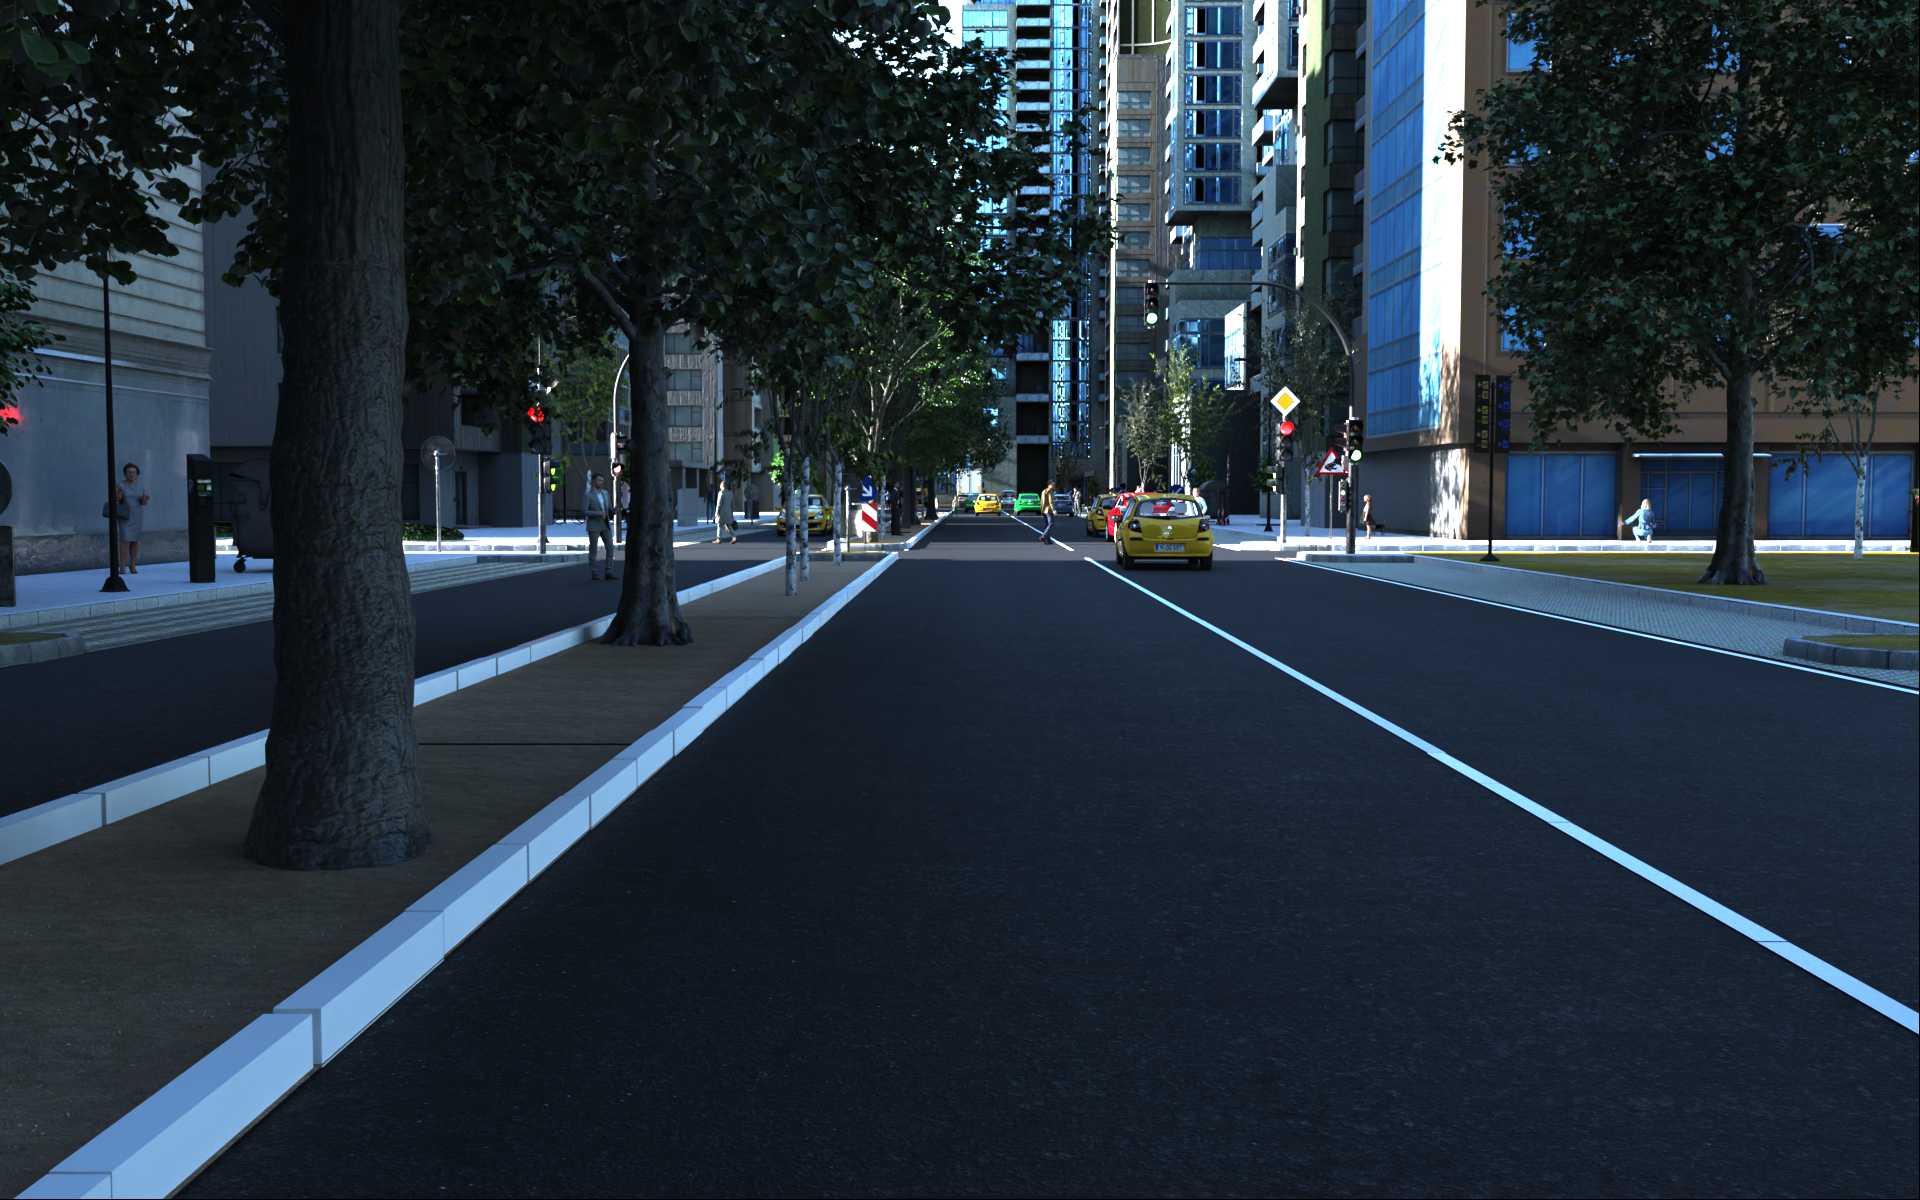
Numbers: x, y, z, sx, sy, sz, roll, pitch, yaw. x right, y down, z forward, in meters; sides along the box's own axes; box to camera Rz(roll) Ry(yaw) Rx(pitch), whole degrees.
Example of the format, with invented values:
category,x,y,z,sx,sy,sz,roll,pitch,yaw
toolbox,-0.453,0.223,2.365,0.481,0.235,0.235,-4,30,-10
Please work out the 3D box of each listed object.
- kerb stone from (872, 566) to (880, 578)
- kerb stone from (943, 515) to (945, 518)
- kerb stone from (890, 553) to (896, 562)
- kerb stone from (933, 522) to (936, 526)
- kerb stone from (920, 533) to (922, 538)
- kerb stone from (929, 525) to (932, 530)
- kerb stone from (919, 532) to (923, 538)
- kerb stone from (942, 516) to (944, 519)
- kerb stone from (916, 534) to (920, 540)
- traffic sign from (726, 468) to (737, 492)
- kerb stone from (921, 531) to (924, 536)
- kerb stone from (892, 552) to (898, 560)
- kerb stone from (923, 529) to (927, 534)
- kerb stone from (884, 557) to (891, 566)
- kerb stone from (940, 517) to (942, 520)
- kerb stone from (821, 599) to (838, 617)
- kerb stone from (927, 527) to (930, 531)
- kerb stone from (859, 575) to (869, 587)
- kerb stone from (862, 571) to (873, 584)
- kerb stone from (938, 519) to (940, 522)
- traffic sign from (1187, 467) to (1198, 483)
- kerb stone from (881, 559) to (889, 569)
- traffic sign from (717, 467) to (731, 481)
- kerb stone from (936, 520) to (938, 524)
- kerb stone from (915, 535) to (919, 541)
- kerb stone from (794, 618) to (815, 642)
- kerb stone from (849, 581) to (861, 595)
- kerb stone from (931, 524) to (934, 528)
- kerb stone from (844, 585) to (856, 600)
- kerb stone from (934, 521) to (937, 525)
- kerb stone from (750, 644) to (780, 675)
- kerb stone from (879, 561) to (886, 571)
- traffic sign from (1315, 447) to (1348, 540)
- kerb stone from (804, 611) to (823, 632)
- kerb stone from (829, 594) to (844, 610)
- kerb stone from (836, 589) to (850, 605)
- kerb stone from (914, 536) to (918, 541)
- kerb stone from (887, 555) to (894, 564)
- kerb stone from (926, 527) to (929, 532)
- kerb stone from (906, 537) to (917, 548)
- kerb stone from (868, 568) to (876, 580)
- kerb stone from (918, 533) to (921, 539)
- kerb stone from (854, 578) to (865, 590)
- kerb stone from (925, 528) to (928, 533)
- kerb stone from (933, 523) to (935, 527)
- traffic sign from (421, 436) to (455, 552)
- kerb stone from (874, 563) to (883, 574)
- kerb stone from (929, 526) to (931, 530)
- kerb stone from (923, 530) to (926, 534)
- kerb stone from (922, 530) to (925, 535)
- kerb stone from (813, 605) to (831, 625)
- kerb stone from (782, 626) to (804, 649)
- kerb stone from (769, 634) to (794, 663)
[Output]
category,x,y,z,sx,sy,sz,roll,pitch,yaw
kerb stone,-1.482,-0.438,29.425,0.120,0.150,1.000,0,4,0
kerb stone,-1.039,-4.487,95.556,0.120,0.150,1.000,0,4,0
kerb stone,-1.444,-0.819,35.584,0.120,0.150,1.000,0,4,0
kerb stone,-1.193,-3.044,71.958,0.120,0.150,1.000,0,4,0
kerb stone,-1.327,-1.917,53.535,0.120,0.150,1.000,0,4,0
kerb stone,-1.234,-2.667,65.812,0.120,0.150,1.000,0,4,0
kerb stone,-1.324,-1.979,54.557,0.120,0.150,1.000,0,4,0
kerb stone,-1.060,-4.293,92.461,0.120,0.150,1.000,0,4,0
kerb stone,-1.343,-1.788,51.491,0.120,0.150,1.000,0,4,0
traffic sign,-11.173,-5.182,84.824,0.768,2.556,0.104,0,4,1
kerb stone,-1.311,-2.042,55.579,0.120,0.150,1.000,0,4,0
kerb stone,-1.440,-0.879,36.615,0.120,0.150,1.000,0,4,0
kerb stone,-1.287,-2.230,58.653,0.120,0.150,1.000,0,4,0
kerb stone,-1.460,-0.694,33.541,0.120,0.150,1.000,0,4,0
kerb stone,-1.096,-3.984,87.340,0.120,0.150,1.000,0,4,0
kerb stone,-1.548,0.123,20.179,0.120,0.150,1.000,0,4,0
kerb stone,-1.262,-2.480,62.743,0.120,0.150,1.000,0,4,0
kerb stone,-1.510,-0.247,26.350,0.120,0.150,1.000,0,4,0
kerb stone,-1.497,-0.317,27.373,0.120,0.150,1.000,0,4,0
kerb stone,-1.135,-3.608,81.193,0.120,0.150,1.000,0,4,0
traffic sign,10.923,-4.919,80.532,0.768,2.556,0.104,1,4,10
kerb stone,-1.469,-0.626,32.510,0.120,0.150,1.000,0,4,0
traffic sign,-10.811,-4.875,79.447,0.795,2.593,0.064,0,4,1
kerb stone,-1.159,-3.357,77.083,0.120,0.150,1.000,0,4,0
kerb stone,-1.345,-1.729,50.467,0.120,0.150,1.000,0,4,0
kerb stone,-1.563,0.316,17.111,0.120,0.150,1.000,0,4,0
kerb stone,-1.520,-0.128,24.290,0.120,0.150,1.000,0,4,0
kerb stone,-1.222,-2.854,68.884,0.120,0.150,1.000,0,4,0
kerb stone,-1.531,-0.059,23.268,0.120,0.150,1.000,0,4,0
kerb stone,-1.176,-3.169,74.002,0.120,0.150,1.000,0,4,0
kerb stone,-1.592,0.499,14.042,0.120,0.150,1.000,0,4,0
kerb stone,-1.477,-0.568,31.478,0.120,0.150,1.000,0,4,0
traffic sign,10.242,-2.923,47.801,0.884,2.594,0.081,0,4,3
kerb stone,-1.564,0.254,18.134,0.120,0.150,1.000,0,4,0
kerb stone,-1.548,0.062,21.204,0.120,0.150,1.000,0,4,0
kerb stone,-1.543,-0.003,22.237,0.120,0.150,1.000,0,4,0
kerb stone,-1.353,-1.667,49.444,0.120,0.150,1.000,0,4,0
kerb stone,-1.453,-0.756,34.563,0.120,0.150,1.000,0,4,0
kerb stone,-1.273,-2.417,61.719,0.120,0.150,1.000,0,4,0
kerb stone,-1.353,-1.600,48.412,0.120,0.150,1.000,0,4,0
kerb stone,-1.499,-0.379,28.395,0.120,0.150,1.000,0,4,0
kerb stone,-1.333,-1.854,52.513,0.120,0.150,1.000,0,4,0
kerb stone,-1.515,-0.191,25.315,0.120,0.150,1.000,0,4,0
kerb stone,-1.278,-2.355,60.697,0.120,0.150,1.000,0,4,0
kerb stone,-1.204,-2.981,70.935,0.120,0.150,1.000,0,4,0
traffic sign,-11.467,-2.321,38.063,0.768,2.556,0.104,0,4,4
kerb stone,-1.479,-0.505,30.456,0.120,0.150,1.000,0,4,0
kerb stone,-1.249,-2.605,64.790,0.120,0.150,1.000,0,4,0
kerb stone,-1.294,-2.167,57.630,0.120,0.150,1.000,0,4,0
kerb stone,-1.303,-2.104,56.603,0.120,0.150,1.000,0,4,0
kerb stone,-1.556,0.186,19.157,0.120,0.150,1.000,0,4,0
kerb stone,-1.578,0.374,16.087,0.120,0.150,1.000,0,4,0
kerb stone,-1.580,0.436,15.065,0.120,0.150,1.000,0,4,0
